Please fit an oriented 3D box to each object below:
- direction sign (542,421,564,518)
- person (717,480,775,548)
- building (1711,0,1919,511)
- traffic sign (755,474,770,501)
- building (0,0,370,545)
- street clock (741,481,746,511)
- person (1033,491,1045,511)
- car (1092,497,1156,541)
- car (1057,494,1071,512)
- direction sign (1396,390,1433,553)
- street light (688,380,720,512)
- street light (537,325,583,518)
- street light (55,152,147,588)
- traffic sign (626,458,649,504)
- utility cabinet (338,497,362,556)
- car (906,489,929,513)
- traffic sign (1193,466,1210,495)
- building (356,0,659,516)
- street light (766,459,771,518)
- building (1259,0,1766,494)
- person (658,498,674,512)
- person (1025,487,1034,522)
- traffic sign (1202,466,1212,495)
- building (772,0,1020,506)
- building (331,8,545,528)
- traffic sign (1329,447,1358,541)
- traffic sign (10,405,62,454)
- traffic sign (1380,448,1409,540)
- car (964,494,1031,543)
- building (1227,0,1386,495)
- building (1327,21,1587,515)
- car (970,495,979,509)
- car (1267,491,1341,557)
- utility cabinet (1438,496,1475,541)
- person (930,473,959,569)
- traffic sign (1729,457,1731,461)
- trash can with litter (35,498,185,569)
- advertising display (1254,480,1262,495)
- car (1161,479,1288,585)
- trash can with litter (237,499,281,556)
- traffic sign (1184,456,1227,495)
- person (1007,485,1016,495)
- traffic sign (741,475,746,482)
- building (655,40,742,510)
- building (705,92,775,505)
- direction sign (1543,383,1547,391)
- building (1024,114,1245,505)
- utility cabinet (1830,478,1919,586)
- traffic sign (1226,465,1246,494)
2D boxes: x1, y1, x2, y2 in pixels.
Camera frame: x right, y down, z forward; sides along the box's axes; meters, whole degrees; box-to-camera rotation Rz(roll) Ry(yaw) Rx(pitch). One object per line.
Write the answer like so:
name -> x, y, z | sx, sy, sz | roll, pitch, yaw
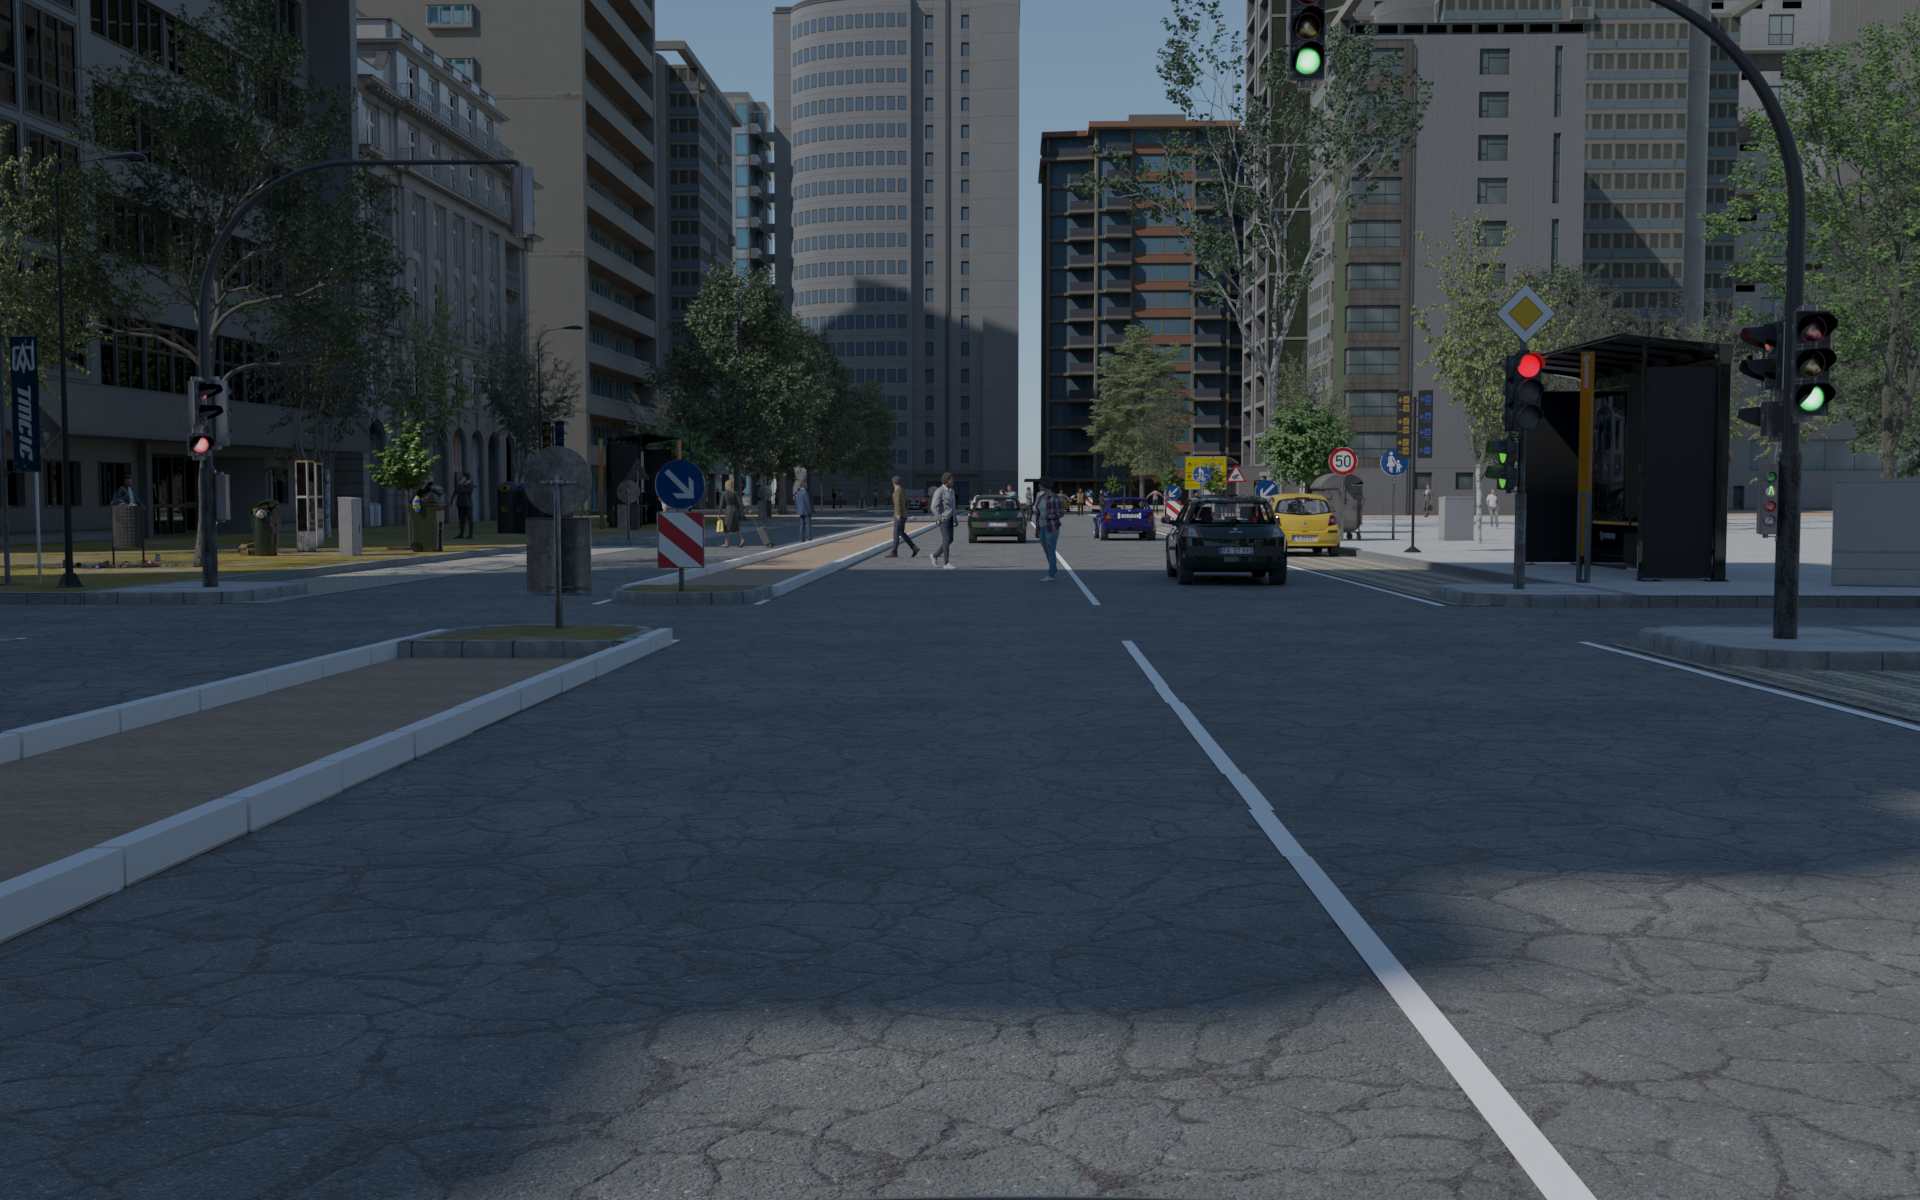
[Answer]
direction sign -> -12.635, -3.783, 53.841 | 0.876, 3.537, 0.379 | 2, 4, 29
person -> -5.751, -2.291, 46.177 | 1.509, 1.804, 0.699 | 1, 4, 11
building -> 68.425, -34.129, 147.252 | 27.495, 52.752, 28.713 | 0, 4, 2
traffic sign -> -11.218, -6.020, 98.434 | 0.884, 2.594, 0.081 | 1, 4, 9
building -> -29.294, -14.086, 49.370 | 14.314, 24.678, 30.058 | 0, 4, 2
street clock -> -11.629, -5.366, 92.302 | 0.471, 2.002, 0.358 | -1, 4, -17
person -> 2.707, -2.940, 56.970 | 0.661, 1.777, 0.834 | 2, 4, 30
car -> 5.158, -2.567, 54.552 | 1.945, 1.354, 3.894 | 0, 4, 0
car -> 7.923, -7.854, 138.629 | 2.015, 1.641, 3.980 | 0, 4, 2
direction sign -> 9.945, -2.811, 37.953 | 0.379, 3.537, 0.876 | -3, 5, -43
street light -> -10.465, -5.992, 70.507 | 1.470, 5.913, 1.316 | 0, 4, 2
street light -> -11.063, -4.604, 47.816 | 1.470, 5.913, 1.316 | 0, 4, 2
street light -> -11.745, -3.129, 23.700 | 1.470, 5.913, 1.316 | 0, 4, 2
traffic sign -> -11.685, -3.837, 62.736 | 0.884, 2.594, 0.081 | 0, 4, 6
utility cabinet -> -12.773, -1.538, 36.314 | 0.306, 1.237, 1.020 | -1, 4, -9
car -> -3.433, -7.491, 131.147 | 2.281, 1.827, 5.304 | 0, 4, 0
traffic sign -> 10.913, -4.792, 78.458 | 0.768, 2.556, 0.104 | 0, 4, 5
building -> -31.939, -29.725, 109.697 | 21.300, 48.544, 21.600 | 0, 4, 2
street light -> -9.826, -7.380, 93.198 | 1.470, 5.913, 1.316 | 0, 4, 2
building -> 39.518, -26.757, 129.364 | 32.217, 40.220, 23.993 | 0, 4, 2
person -> -6.602, -1.821, 38.840 | 0.524, 1.755, 0.480 | 1, 4, 17
person -> 3.563, -4.868, 88.278 | 0.473, 1.802, 0.592 | 2, 4, 27
traffic sign -> 11.111, -4.833, 79.126 | 0.768, 2.556, 0.104 | 1, 4, 10
building -> -7.163, -40.423, 202.911 | 28.212, 58.520, 21.231 | 0, 4, 2
building -> -28.025, -14.351, 76.435 | 13.314, 21.916, 24.055 | 0, 4, 2
traffic sign -> 10.364, -2.863, 46.913 | 0.768, 2.556, 0.104 | 0, 4, 7
traffic sign -> -13.221, -1.534, 24.810 | 0.795, 2.593, 0.064 | 0, 4, 5
traffic sign -> 12.117, -2.952, 48.369 | 0.768, 2.556, 0.104 | 1, 4, 10
car -> 1.115, -2.564, 51.715 | 2.009, 1.686, 4.222 | 0, 4, 1
building -> 34.246, -43.586, 150.881 | 20.563, 71.187, 20.611 | 0, 4, 2
building -> 30.457, -20.703, 110.198 | 14.160, 30.474, 14.107 | 0, 4, 2
car -> 1.639, -6.058, 111.403 | 2.083, 1.381, 4.827 | 0, 4, 2
car -> 7.863, -1.871, 40.815 | 2.015, 1.641, 3.980 | 0, 4, 3
utility cabinet -> 13.631, -2.228, 47.589 | 1.020, 1.237, 0.306 | -2, 4, -25
person -> -0.339, -1.523, 33.248 | 0.795, 1.843, 0.661 | 3, 4, 38
traffic sign -> 11.894, -1.701, 27.811 | 0.884, 2.594, 0.081 | 0, 4, 4
trash can with litter -> -14.967, -1.182, 30.375 | 2.233, 1.210, 1.678 | 0, 4, -7
advertising display -> 13.853, -4.507, 78.901 | 0.974, 1.923, 0.123 | -1, 4, -11
car -> 4.370, -1.159, 28.732 | 2.009, 1.686, 4.222 | 0, 4, 3
trash can with litter -> -14.596, -1.500, 35.915 | 1.055, 1.170, 0.624 | 2, 4, 30
traffic sign -> 13.210, -6.073, 93.159 | 2.265, 3.308, 0.079 | 0, 4, 2
person -> 2.106, -3.920, 72.684 | 0.778, 1.811, 0.616 | -3, 5, -41
traffic sign -> -11.868, -5.608, 93.813 | 0.606, 2.300, 0.079 | 1, 4, 11
building -> -31.990, -27.927, 148.488 | 23.993, 40.220, 32.217 | 0, 4, 2
building -> -36.432, -35.859, 205.909 | 30.456, 49.044, 23.786 | 0, 4, 2
direction sign -> 11.955, -2.688, 35.947 | 0.379, 3.537, 0.876 | 0, 4, -4
building -> 22.006, -33.518, 202.651 | 28.867, 44.769, 22.147 | 0, 4, 2
utility cabinet -> 12.776, -0.941, 24.060 | 1.173, 1.500, 0.318 | 2, 4, 25
traffic sign -> 12.234, -4.698, 76.818 | 0.884, 2.594, 0.081 | 0, 4, 7
